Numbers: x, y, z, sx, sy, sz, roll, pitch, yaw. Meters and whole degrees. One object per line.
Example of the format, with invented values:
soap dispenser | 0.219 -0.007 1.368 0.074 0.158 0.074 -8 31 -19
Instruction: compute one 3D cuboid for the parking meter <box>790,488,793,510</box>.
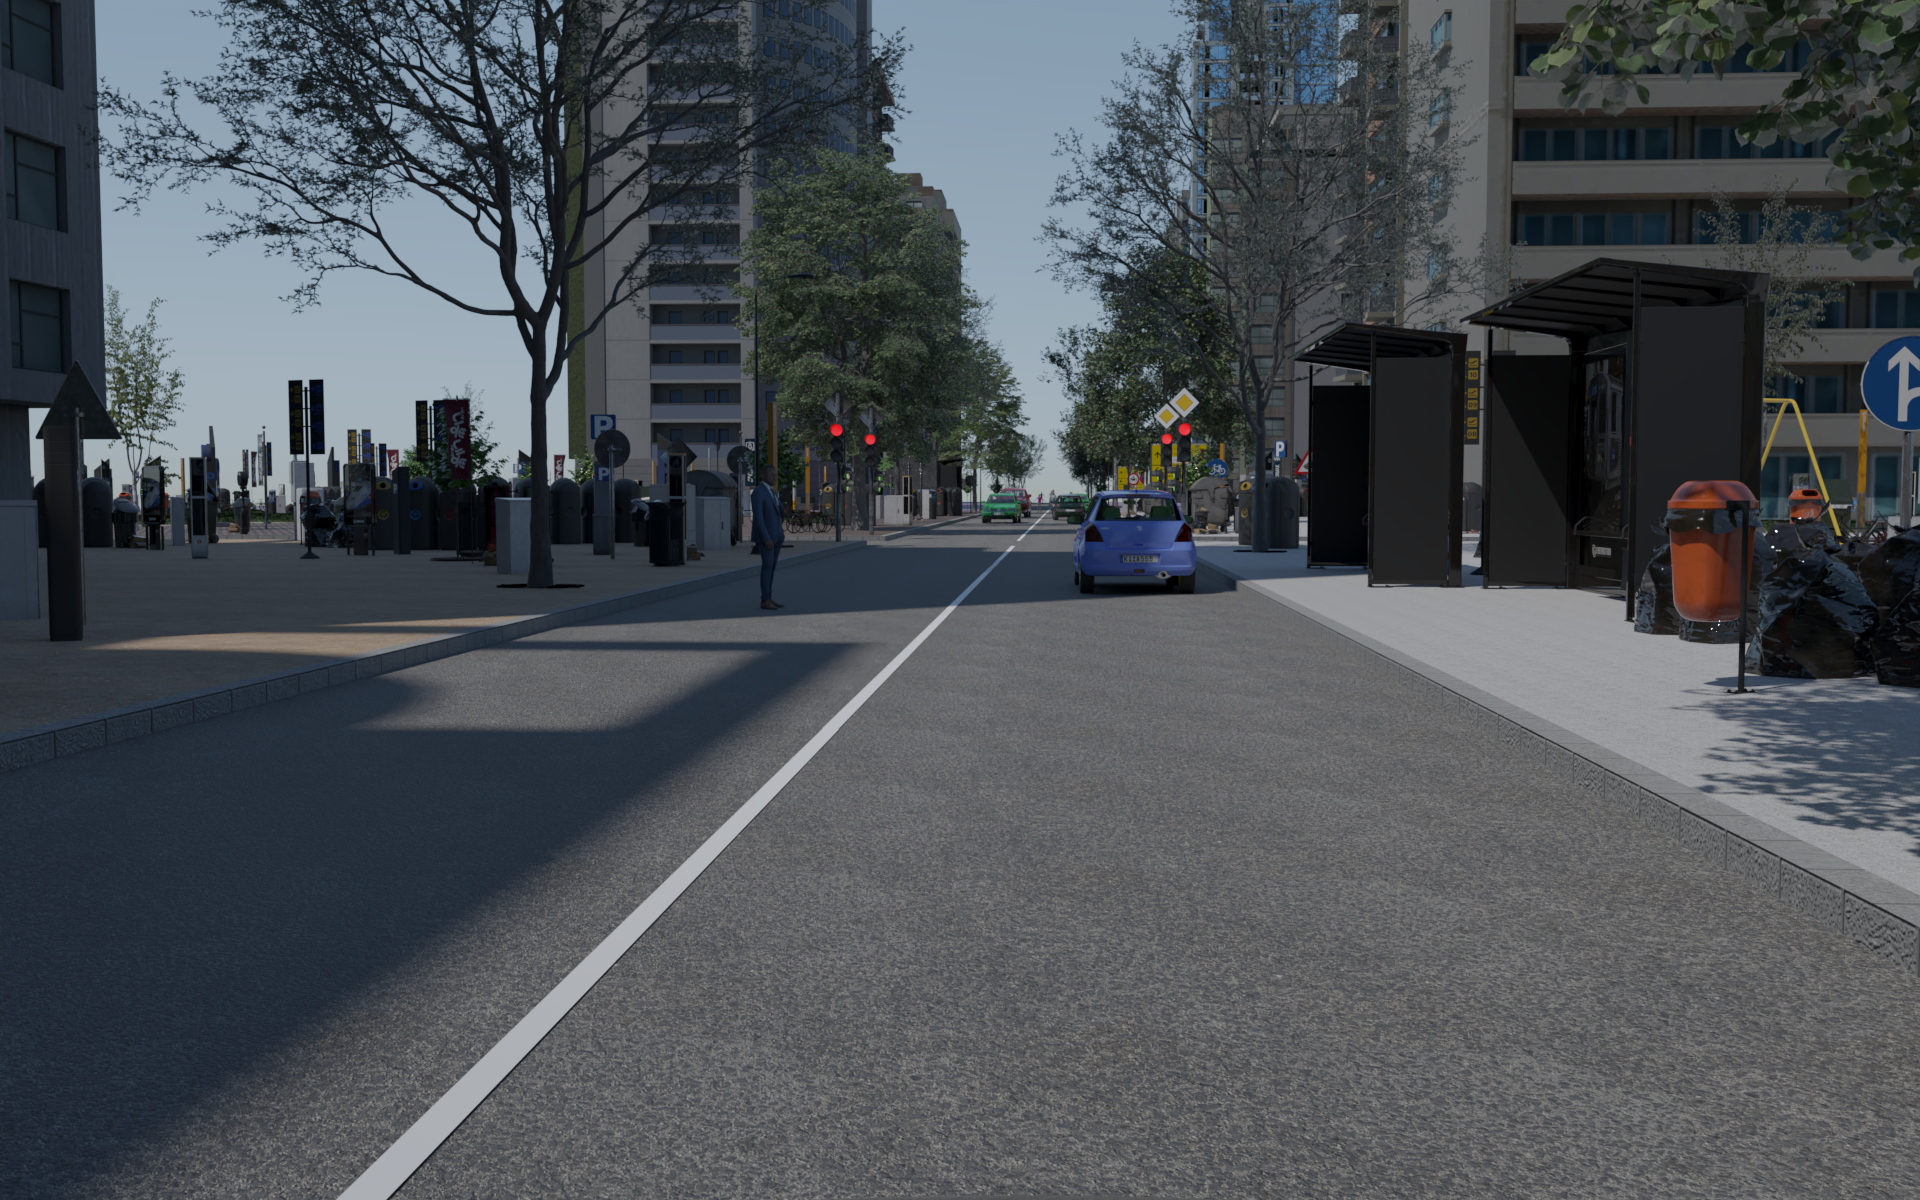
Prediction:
parking meter | -12.060 -7.193 123.311 0.255 1.863 0.399 3 5 40

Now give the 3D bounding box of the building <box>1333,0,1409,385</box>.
building | 35.514 -27.731 108.032 22.147 44.769 28.867 0 4 3

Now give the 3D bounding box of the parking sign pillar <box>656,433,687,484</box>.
parking sign pillar | -12.721 -5.381 76.456 1.447 3.967 1.447 0 4 2

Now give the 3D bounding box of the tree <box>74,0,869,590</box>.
tree | -5.735 -6.918 23.473 12.009 13.543 11.850 0 3 0

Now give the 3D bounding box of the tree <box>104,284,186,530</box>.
tree | -28.981 -6.743 60.607 4.737 8.622 4.395 0 3 0

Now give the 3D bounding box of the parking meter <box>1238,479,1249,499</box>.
parking meter | 11.104 -3.796 67.768 0.399 1.863 0.255 0 4 -4

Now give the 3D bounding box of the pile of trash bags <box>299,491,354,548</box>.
pile of trash bags | -15.374 -2.017 42.737 3.447 1.369 1.912 3 5 43

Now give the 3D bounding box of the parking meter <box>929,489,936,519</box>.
parking meter | -1.384 -4.848 87.681 0.372 1.533 0.369 0 3 0

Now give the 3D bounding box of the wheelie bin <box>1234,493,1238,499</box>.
wheelie bin | 15.457 -5.354 95.438 0.693 1.594 0.980 1 4 9

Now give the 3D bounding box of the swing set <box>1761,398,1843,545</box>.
swing set | 12.438 -1.870 28.191 3.119 2.851 2.862 -1 4 -18

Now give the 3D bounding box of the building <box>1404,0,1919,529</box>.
building | 29.986 -27.373 71.247 21.600 48.544 21.300 0 4 3

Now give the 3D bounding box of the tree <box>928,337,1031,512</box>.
tree | 1.489 -12.698 125.731 7.486 12.596 7.792 0 3 0

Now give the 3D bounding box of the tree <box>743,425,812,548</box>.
tree | -4.383 -2.878 41.654 1.663 3.219 1.824 0 3 0

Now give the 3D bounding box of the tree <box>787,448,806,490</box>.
tree | -12.173 -8.380 120.724 4.285 4.588 4.351 0 3 0

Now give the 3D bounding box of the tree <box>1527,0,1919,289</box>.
tree | 4.927 -6.062 5.764 9.857 13.997 8.962 0 3 0

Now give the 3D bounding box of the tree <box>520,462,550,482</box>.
tree | -22.338 -5.888 90.873 1.663 3.219 1.824 0 3 0

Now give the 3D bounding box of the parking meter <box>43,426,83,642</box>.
parking meter | -7.870 -0.581 15.204 0.255 1.863 0.399 -2 4 -25

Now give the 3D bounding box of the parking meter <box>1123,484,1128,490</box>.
parking meter | 10.017 -6.012 104.014 0.399 1.863 0.255 0 4 -2

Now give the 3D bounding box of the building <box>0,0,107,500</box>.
building | -23.027 -15.666 27.842 14.107 30.474 14.160 0 4 3

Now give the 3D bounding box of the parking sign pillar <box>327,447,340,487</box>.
parking sign pillar | -35.805 -6.759 98.989 1.447 3.967 1.447 -2 4 -31

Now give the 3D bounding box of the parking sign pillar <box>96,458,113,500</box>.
parking sign pillar | -64.978 -8.741 131.393 1.447 3.967 1.447 1 4 11

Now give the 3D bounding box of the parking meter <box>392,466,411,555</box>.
parking meter | -11.890 -1.905 36.855 0.255 1.863 0.399 -3 5 -40

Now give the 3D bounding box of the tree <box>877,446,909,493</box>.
tree | -4.092 -8.048 115.297 4.285 4.588 4.351 0 3 0

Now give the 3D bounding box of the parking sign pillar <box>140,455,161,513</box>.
parking sign pillar | -56.041 -8.044 119.991 1.447 3.967 1.447 3 5 45

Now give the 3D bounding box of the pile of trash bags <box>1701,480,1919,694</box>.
pile of trash bags | 6.237 -0.132 11.916 3.447 1.369 1.912 -2 4 -24

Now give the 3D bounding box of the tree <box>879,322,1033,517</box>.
tree | -1.611 -10.606 99.166 9.928 11.665 9.643 0 3 0

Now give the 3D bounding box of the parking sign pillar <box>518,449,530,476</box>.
parking sign pillar | -25.906 -7.093 104.439 1.447 3.967 1.447 -2 4 -31

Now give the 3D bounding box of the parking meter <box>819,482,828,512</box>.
parking meter | -6.564 -4.757 83.483 0.399 1.863 0.255 -3 5 -42

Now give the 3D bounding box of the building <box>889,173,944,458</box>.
building | -10.148 -36.409 245.399 14.600 45.320 14.200 0 4 3

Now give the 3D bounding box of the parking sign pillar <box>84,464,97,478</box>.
parking sign pillar | -57.201 -7.562 112.107 1.447 3.967 1.447 0 4 3

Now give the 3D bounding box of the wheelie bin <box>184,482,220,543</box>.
wheelie bin | -19.707 -2.269 45.008 0.980 1.594 0.693 2 4 32

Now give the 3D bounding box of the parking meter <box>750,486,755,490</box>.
parking meter | -15.397 -7.523 128.709 0.399 1.863 0.255 1 4 14

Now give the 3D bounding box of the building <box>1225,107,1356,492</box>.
building | 41.369 -28.984 165.775 32.217 40.220 23.993 0 4 3

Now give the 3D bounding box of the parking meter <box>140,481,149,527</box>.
parking meter | -31.970 -3.813 68.047 0.255 1.863 0.399 1 4 18

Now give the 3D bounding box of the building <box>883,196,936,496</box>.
building | -10.725 -33.506 231.416 14.154 41.232 14.086 0 4 3

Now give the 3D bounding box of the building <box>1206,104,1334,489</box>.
building | 33.275 -30.684 185.272 14.154 41.232 14.086 0 4 3

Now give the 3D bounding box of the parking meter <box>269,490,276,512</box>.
parking meter | -38.371 -5.399 96.680 0.372 1.533 0.369 0 3 0

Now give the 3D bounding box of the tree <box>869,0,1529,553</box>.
tree | 6.523 -7.781 37.597 12.009 13.543 11.850 0 3 0

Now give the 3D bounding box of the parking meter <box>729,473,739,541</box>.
parking meter | -6.156 -2.539 47.222 0.255 1.863 0.399 0 4 0

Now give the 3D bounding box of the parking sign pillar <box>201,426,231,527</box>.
parking sign pillar | -29.353 -4.847 67.727 1.447 3.967 1.447 -2 4 -26

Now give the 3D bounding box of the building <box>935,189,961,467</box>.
building | -11.033 -40.022 278.064 21.300 48.544 21.600 0 4 3

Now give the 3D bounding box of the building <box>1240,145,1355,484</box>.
building | 30.854 -22.994 147.659 14.160 30.474 14.107 0 4 3

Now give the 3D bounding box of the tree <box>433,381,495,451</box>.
tree | -32.414 -9.927 112.664 4.360 8.622 3.978 0 3 0

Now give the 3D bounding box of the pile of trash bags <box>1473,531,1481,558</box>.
pile of trash bags | 12.160 -1.558 35.230 3.447 1.369 1.912 -3 4 -36

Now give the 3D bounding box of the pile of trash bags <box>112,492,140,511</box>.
pile of trash bags | -61.305 -7.245 128.212 3.447 1.369 1.912 -3 5 -43

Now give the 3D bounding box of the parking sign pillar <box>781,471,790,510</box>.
parking sign pillar | -9.186 -6.014 86.800 1.447 3.967 1.447 -3 4 -36

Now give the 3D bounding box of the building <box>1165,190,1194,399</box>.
building | 43.235 -39.837 270.941 23.786 49.044 30.456 0 4 3

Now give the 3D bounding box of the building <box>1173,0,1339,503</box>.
building | 40.448 -56.664 239.129 22.319 86.520 31.000 0 4 3

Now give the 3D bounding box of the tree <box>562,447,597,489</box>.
tree | -15.324 -4.696 71.377 1.663 3.219 1.824 0 3 0

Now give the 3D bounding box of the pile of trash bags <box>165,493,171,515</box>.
pile of trash bags | -47.051 -5.666 102.387 1.912 1.369 3.447 -2 4 -29

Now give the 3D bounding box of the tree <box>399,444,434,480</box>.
tree | -31.896 -7.306 103.170 4.285 4.588 4.351 0 3 0

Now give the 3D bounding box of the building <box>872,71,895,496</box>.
building | -18.198 -31.749 173.721 22.147 44.769 28.867 0 4 3

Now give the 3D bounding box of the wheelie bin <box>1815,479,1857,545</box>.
wheelie bin | 18.363 -1.754 36.586 0.980 1.594 0.693 0 4 6

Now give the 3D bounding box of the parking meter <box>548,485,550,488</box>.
parking meter | -27.303 -6.660 114.598 0.255 1.863 0.399 -3 5 -41

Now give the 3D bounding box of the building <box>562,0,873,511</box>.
building | -19.304 -36.869 144.811 21.231 58.520 28.212 0 4 3
